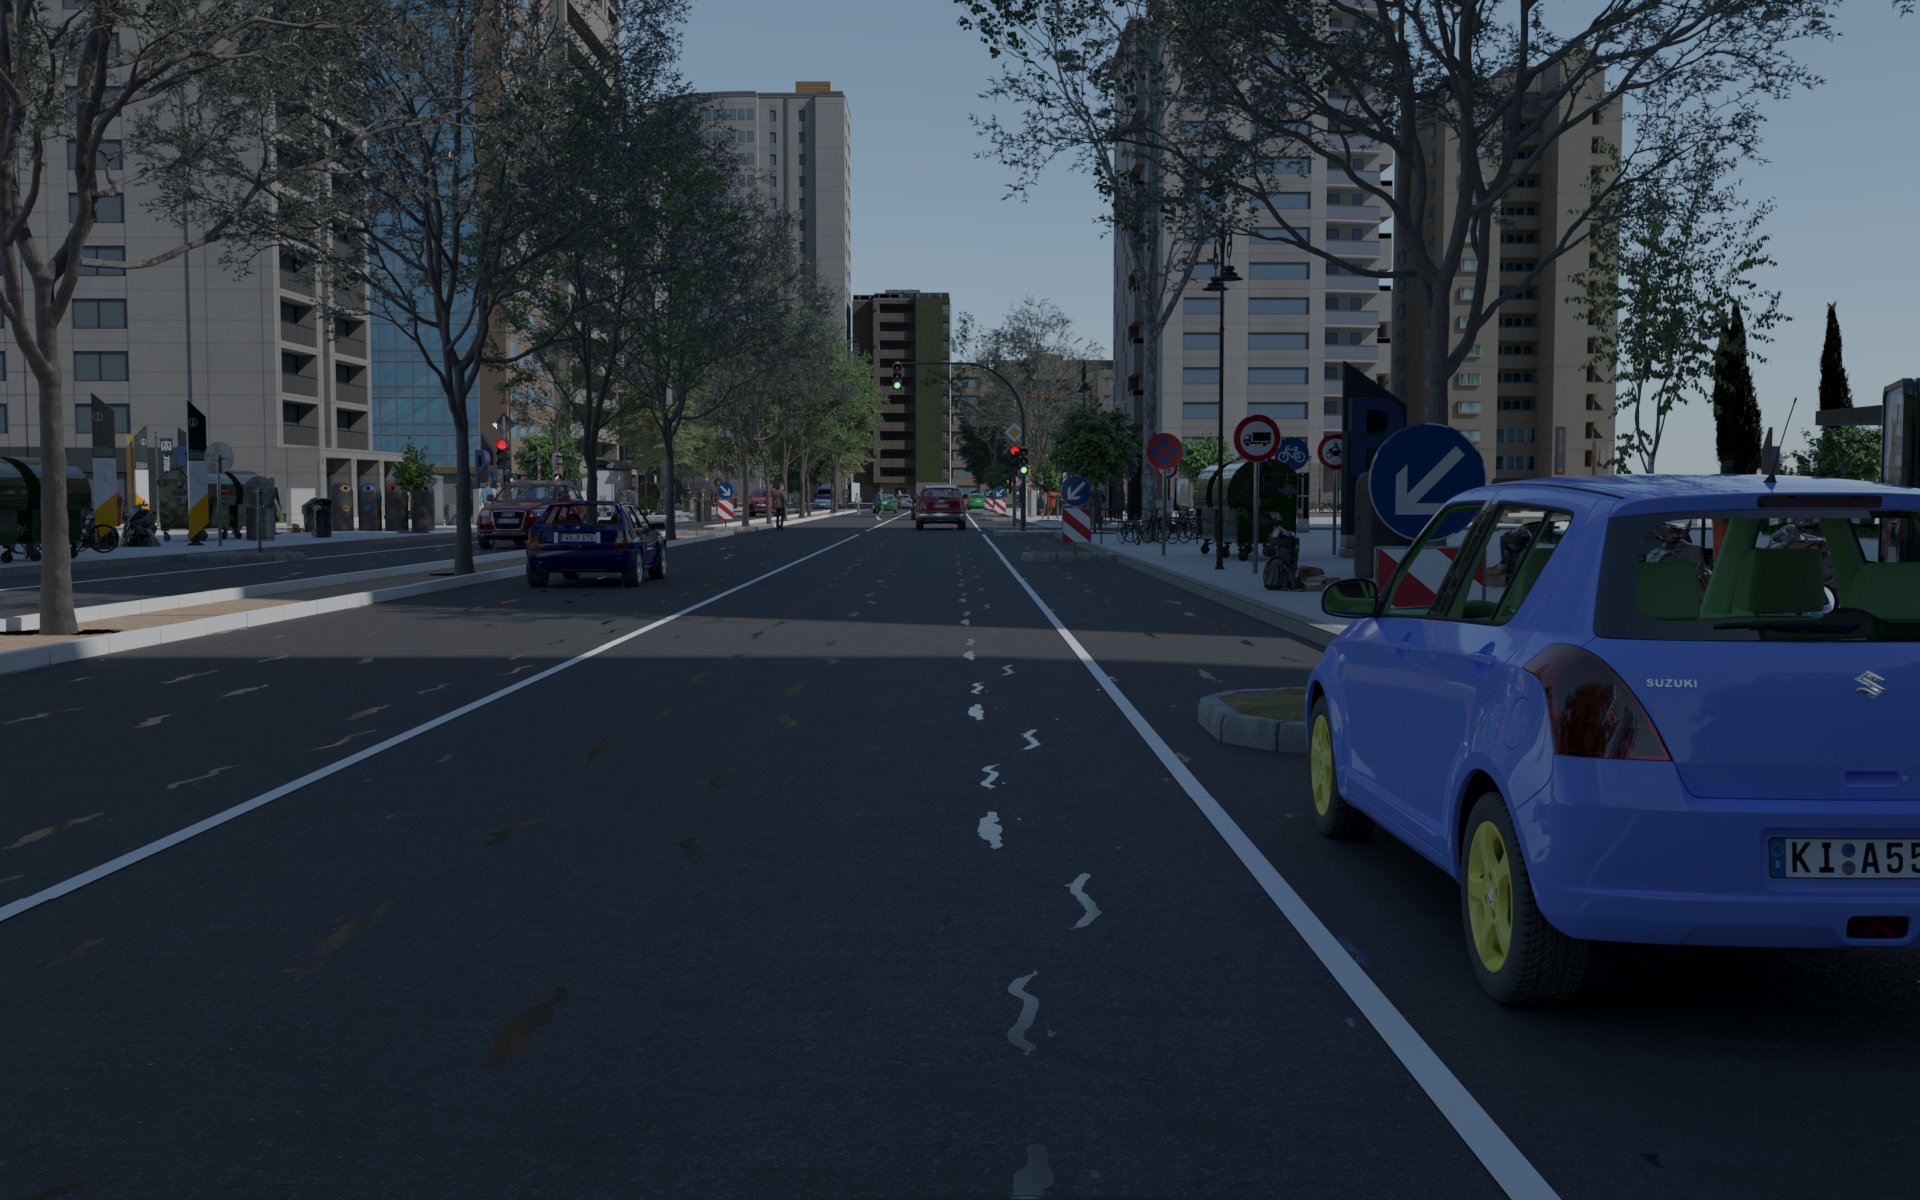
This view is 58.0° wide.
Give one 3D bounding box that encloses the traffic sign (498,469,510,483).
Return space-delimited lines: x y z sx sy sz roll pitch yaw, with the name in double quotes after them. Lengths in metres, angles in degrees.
-21.568 -5.014 82.088 0.768 2.556 0.104 0 4 7 "traffic sign"

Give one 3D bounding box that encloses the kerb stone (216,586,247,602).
-9.870 -0.065 23.260 0.120 0.150 1.000 0 4 0 "kerb stone"

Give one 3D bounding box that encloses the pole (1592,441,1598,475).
24.609 -4.487 67.213 0.158 3.312 0.155 0 3 0 "pole"

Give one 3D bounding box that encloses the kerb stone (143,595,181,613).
-9.853 0.060 21.211 0.120 0.150 1.000 0 4 0 "kerb stone"

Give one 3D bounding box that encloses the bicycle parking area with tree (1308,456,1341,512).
28.150 -8.632 128.131 9.016 4.147 8.231 -3 5 -41 "bicycle parking area with tree"

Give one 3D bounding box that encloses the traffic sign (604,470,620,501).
-18.742 -5.708 93.331 0.884 2.594 0.081 0 4 2 "traffic sign"

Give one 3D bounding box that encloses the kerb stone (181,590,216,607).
-9.859 0.000 22.233 0.120 0.150 1.000 0 4 0 "kerb stone"

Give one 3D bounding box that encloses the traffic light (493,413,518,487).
-15.699 -4.331 59.730 0.839 4.253 0.868 0 4 0 "traffic light"

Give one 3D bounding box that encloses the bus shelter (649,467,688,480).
-21.522 -8.207 128.110 2.014 3.302 5.546 0 4 0 "bus shelter"

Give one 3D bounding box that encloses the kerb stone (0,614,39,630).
-9.831 0.249 18.127 0.120 0.150 1.000 0 4 0 "kerb stone"

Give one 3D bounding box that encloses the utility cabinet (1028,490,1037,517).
4.009 -5.342 96.028 0.318 1.500 1.173 0 4 -7 "utility cabinet"

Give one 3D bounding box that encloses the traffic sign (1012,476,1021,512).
4.047 -7.449 121.904 0.768 2.556 0.104 0 4 1 "traffic sign"

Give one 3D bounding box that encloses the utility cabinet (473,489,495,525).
-19.664 -3.848 71.589 0.318 1.500 1.173 1 4 18 "utility cabinet"

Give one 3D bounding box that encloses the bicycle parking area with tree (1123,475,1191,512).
13.522 -8.273 122.273 8.231 4.147 9.016 1 4 17 "bicycle parking area with tree"

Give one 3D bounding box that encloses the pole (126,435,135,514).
-28.507 -4.017 59.519 0.158 3.312 0.155 0 3 0 "pole"

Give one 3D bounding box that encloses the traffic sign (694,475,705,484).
-17.806 -7.227 118.262 0.768 2.556 0.104 0 4 6 "traffic sign"

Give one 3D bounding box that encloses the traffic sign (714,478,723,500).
-18.686 -8.192 134.037 0.768 2.556 0.104 1 4 9 "traffic sign"

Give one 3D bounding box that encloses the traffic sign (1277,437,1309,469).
7.349 -2.346 38.462 0.768 2.556 0.104 0 4 6 "traffic sign"

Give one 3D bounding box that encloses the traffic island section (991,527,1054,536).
2.202 -2.305 59.964 2.009 0.180 2.903 0 4 0 "traffic island section"

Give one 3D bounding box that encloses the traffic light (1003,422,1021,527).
2.115 -4.827 67.835 0.839 4.253 0.868 0 4 0 "traffic light"

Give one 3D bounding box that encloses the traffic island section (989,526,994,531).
2.155 -2.793 67.949 2.009 0.180 2.903 0 4 0 "traffic island section"

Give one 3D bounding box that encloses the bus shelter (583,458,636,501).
-20.432 -6.562 101.218 2.014 3.302 5.546 0 4 0 "bus shelter"

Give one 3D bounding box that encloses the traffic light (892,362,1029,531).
0.070 -5.201 59.697 4.771 5.953 1.251 0 4 0 "traffic light"

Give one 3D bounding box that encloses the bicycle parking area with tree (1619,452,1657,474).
44.987 -7.855 115.435 8.231 4.147 9.016 -2 4 -33 "bicycle parking area with tree"

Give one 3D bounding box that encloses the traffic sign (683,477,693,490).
-19.660 -7.643 125.075 0.768 2.556 0.104 0 4 3 "traffic sign"

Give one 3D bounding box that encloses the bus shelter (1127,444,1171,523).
8.404 -5.343 78.644 1.731 3.624 6.357 0 4 0 "bus shelter"

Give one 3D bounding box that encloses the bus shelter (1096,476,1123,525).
6.082 -4.973 75.239 2.014 3.302 5.546 0 4 0 "bus shelter"

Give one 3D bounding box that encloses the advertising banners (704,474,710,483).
-20.034 -8.319 132.203 2.074 3.025 0.090 -2 4 -25 "advertising banners"

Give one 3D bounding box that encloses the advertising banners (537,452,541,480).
-18.034 -4.726 73.451 0.090 3.025 2.074 -2 4 -28 "advertising banners"

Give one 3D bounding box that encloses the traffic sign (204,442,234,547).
-18.109 -2.582 42.321 0.768 2.556 0.104 0 4 6 "traffic sign"

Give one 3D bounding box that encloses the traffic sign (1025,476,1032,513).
4.698 -7.353 120.328 0.768 2.556 0.104 0 4 3 "traffic sign"

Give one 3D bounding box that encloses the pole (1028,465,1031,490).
4.848 -7.807 121.490 0.158 3.312 0.155 0 3 0 "pole"

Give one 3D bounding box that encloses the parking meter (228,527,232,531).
-25.301 -3.331 60.167 0.399 1.863 0.255 0 4 -3 "parking meter"

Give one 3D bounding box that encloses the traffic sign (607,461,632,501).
-21.017 -6.806 105.154 2.265 3.308 0.079 0 4 7 "traffic sign"

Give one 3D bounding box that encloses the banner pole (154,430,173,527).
-31.378 -4.781 68.190 0.863 3.779 0.401 0 4 -6 "banner pole"

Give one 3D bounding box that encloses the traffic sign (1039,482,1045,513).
4.774 -5.970 97.710 0.768 2.556 0.104 0 4 1 "traffic sign"

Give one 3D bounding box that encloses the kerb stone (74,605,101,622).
-9.836 0.186 19.162 0.120 0.150 1.000 0 4 0 "kerb stone"

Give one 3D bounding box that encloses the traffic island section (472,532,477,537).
-15.739 -2.299 59.864 2.009 0.180 2.903 0 4 0 "traffic island section"

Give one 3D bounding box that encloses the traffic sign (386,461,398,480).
-22.016 -4.137 67.640 0.884 2.594 0.081 0 4 7 "traffic sign"

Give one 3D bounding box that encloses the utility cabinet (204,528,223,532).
-25.130 -3.026 58.156 1.173 1.500 0.318 2 4 32 "utility cabinet"

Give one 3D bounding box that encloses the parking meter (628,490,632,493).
-20.837 -6.205 109.856 0.372 1.533 0.369 0 3 0 "parking meter"

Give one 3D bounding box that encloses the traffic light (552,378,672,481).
-13.655 -5.694 67.762 4.771 5.953 1.251 0 4 0 "traffic light"

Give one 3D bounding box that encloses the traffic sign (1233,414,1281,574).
4.761 -1.696 27.831 0.768 2.556 0.104 0 4 0 "traffic sign"

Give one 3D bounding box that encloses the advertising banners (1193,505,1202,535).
8.311 -3.566 54.499 2.074 3.025 0.090 -1 4 -17 "advertising banners"

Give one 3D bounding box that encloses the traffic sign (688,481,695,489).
-20.592 -7.994 132.833 0.606 2.300 0.079 0 4 5 "traffic sign"

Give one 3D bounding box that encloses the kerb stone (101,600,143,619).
-9.846 0.123 20.184 0.120 0.150 1.000 0 4 0 "kerb stone"

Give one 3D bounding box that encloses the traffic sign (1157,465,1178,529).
6.989 -3.582 58.678 0.768 2.556 0.104 0 4 4 "traffic sign"

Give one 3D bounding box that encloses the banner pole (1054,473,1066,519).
5.248 -6.057 89.044 0.863 3.779 0.401 -1 4 -14 "banner pole"

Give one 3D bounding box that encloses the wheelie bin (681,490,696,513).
-18.901 -6.876 120.337 0.980 1.594 0.693 -1 4 -22 "wheelie bin"

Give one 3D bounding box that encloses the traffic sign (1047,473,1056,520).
4.339 -5.208 85.262 0.768 2.556 0.104 0 4 4 "traffic sign"

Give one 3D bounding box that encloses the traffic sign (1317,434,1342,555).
7.915 -2.229 36.554 0.768 2.556 0.104 0 4 7 "traffic sign"

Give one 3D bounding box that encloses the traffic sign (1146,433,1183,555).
4.269 -2.208 36.210 0.768 2.556 0.104 1 4 9 "traffic sign"

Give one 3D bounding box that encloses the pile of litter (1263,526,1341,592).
4.649 -0.584 23.517 1.176 0.858 1.719 2 4 29 "pile of litter"

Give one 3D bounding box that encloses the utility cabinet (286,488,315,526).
-26.239 -3.685 68.931 0.318 1.500 1.173 2 4 29 "utility cabinet"

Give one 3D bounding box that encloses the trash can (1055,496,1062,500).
6.341 -6.075 110.982 0.748 1.137 0.748 0 3 0 "trash can"

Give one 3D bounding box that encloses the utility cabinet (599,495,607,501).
-20.060 -5.274 97.388 0.306 1.237 1.020 0 4 -5 "utility cabinet"
